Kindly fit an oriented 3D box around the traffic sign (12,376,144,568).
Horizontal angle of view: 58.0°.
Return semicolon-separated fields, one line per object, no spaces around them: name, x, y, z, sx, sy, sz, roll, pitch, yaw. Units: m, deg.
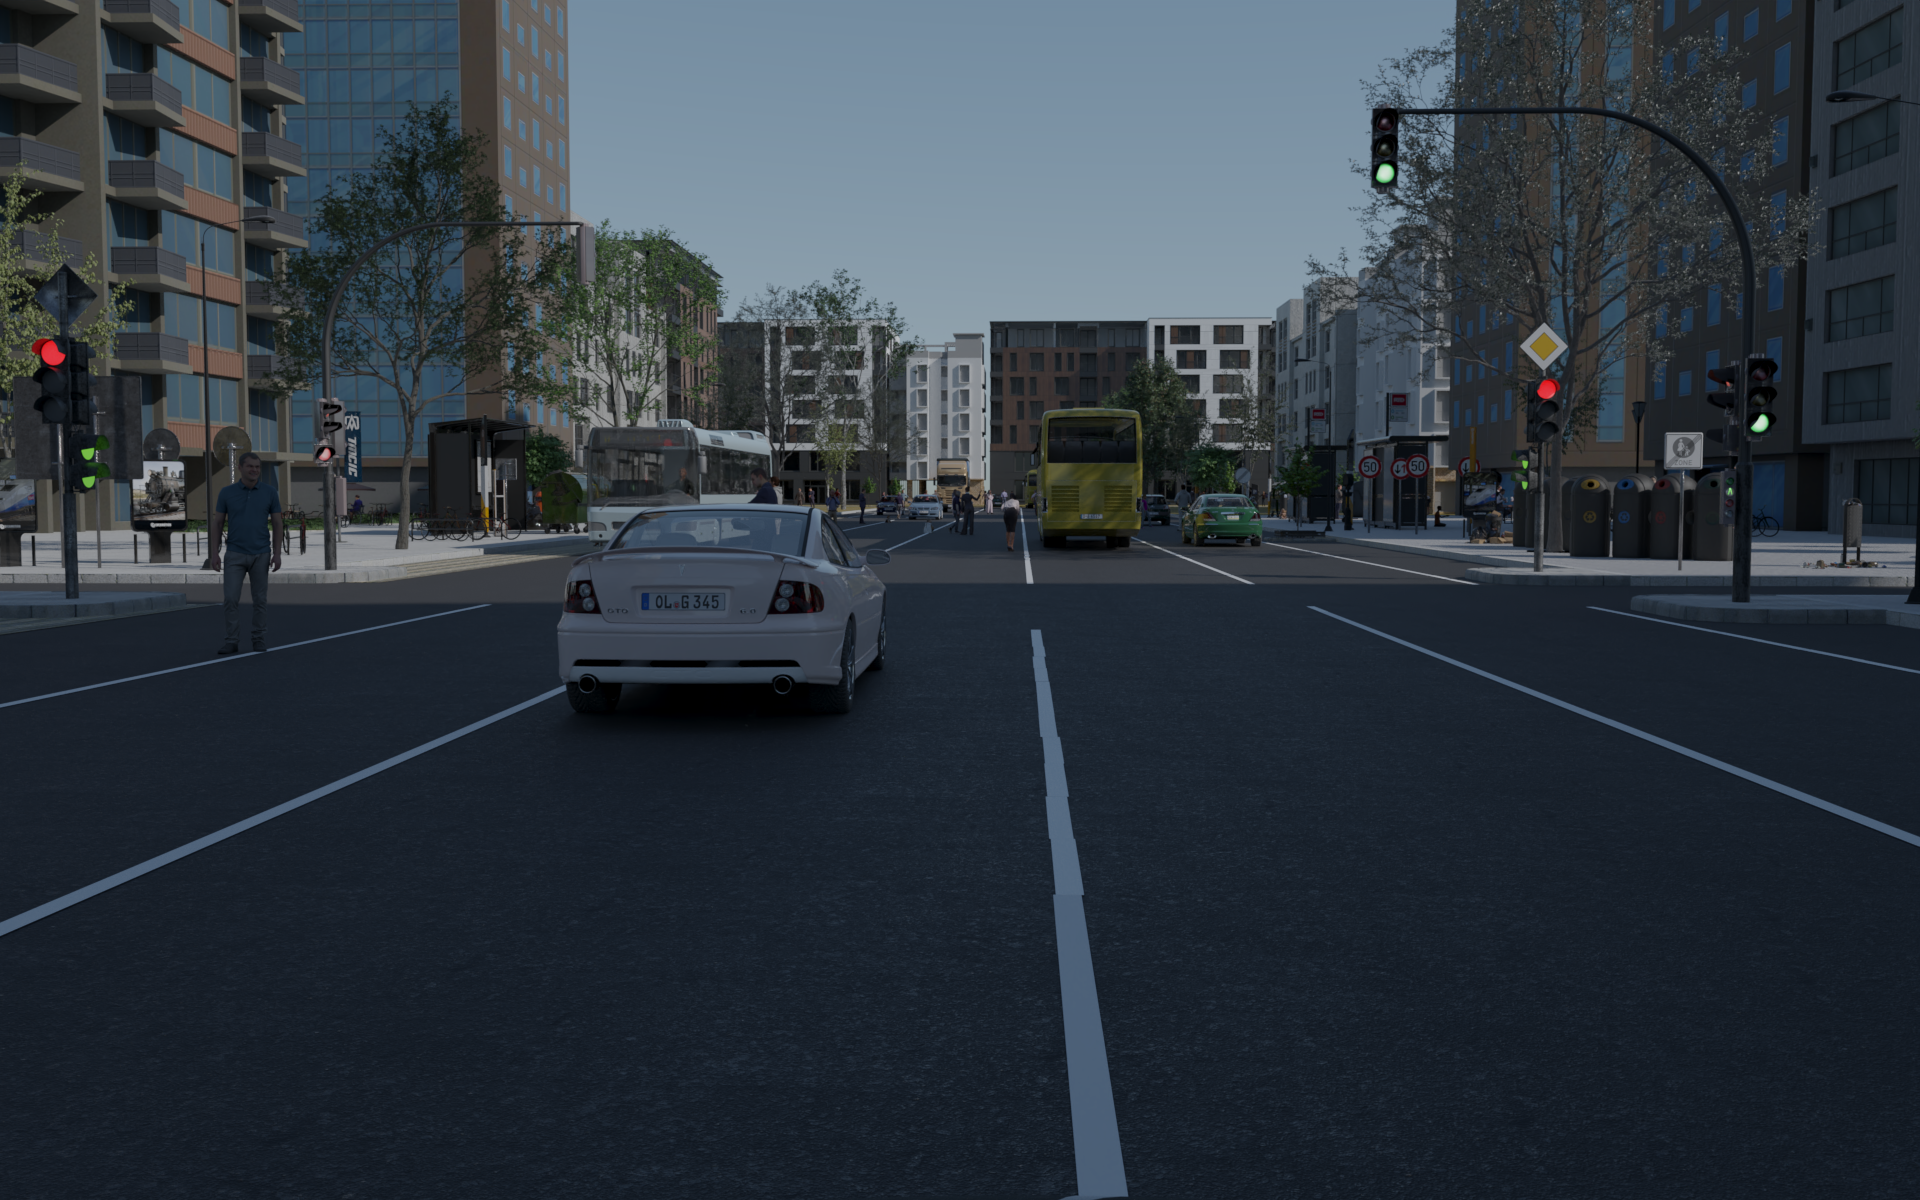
traffic sign;-15.222;-2.204;29.912;2.265;3.308;0.079;0;4;3

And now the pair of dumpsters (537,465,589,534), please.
pair of dumpsters;-12.692;-3.345;57.188;1.574;2.255;4.437;0;4;2

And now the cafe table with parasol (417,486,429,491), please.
cafe table with parasol;-24.827;-4.821;83.693;2.610;1.966;2.610;0;4;-2

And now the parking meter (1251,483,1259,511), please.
parking meter;15.802;-5.318;92.657;0.399;1.863;0.255;1;4;19

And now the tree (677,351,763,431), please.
tree;-12.015;-8.437;88.304;4.360;8.622;3.978;0;3;0

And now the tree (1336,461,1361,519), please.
tree;19.931;-5.760;88.771;1.663;3.219;1.824;0;3;0

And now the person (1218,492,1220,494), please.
person;17.623;-6.815;118.254;0.721;1.735;1.217;-2;4;-29

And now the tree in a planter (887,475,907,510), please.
tree in a planter;-5.902;-9.857;158.376;1.991;3.239;1.994;0;4;2

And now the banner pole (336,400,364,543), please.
banner pole;-16.243;-3.417;45.891;0.863;3.779;0.401;-3;4;-37

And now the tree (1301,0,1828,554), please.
tree;13.103;-7.787;37.692;12.009;13.543;11.850;0;3;0

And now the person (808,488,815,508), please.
person;-11.869;-8.054;138.168;0.683;1.767;0.568;2;4;27

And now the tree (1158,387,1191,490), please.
tree;14.811;-9.993;113.755;4.360;8.622;3.978;0;3;0

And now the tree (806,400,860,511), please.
tree;-9.935;-11.181;133.170;4.737;8.622;4.395;0;3;0

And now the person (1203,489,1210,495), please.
person;23.696;-9.774;166.560;1.217;1.735;0.721;1;4;21

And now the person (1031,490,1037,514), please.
person;5.333;-6.870;121.764;0.756;1.711;0.436;0;4;-6

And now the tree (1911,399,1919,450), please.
tree;22.500;-3.275;37.257;4.285;4.588;4.351;0;3;0

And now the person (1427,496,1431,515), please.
person;28.450;-5.919;106.012;0.628;1.438;0.799;3;5;40

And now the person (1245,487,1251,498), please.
person;17.523;-6.031;105.465;0.721;1.723;1.217;-2;4;-29

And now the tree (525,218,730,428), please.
tree;-12.456;-8.480;64.409;9.928;11.665;9.643;0;3;0

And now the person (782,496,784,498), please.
person;-13.079;-7.117;123.127;1.217;1.735;0.721;-1;4;-15

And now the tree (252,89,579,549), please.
tree;-12.626;-6.445;39.793;7.601;10.594;8.767;1;4;12

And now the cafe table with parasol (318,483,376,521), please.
cafe table with parasol;-29.633;-4.823;83.726;2.610;1.966;2.610;0;4;-2

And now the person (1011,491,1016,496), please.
person;5.359;-10.102;174.117;0.683;1.767;0.568;-2;4;-35

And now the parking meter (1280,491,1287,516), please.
parking meter;17.093;-5.080;91.461;0.372;1.533;0.369;0;3;0

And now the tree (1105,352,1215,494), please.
tree;15.813;-13.649;140.163;9.611;12.733;9.660;0;3;0

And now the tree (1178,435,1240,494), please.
tree;13.944;-6.918;96.830;4.285;4.588;4.351;0;3;0

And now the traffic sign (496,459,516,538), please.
traffic sign;-13.112;-2.930;50.043;0.606;2.300;0.079;0;4;5

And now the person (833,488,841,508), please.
person;-11.345;-9.433;160.236;1.348;1.831;0.705;3;5;39

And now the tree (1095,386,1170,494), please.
tree;16.849;-15.235;174.851;9.928;11.665;9.643;0;3;0

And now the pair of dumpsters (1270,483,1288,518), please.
pair of dumpsters;17.828;-5.609;94.204;1.574;2.255;4.437;0;4;2

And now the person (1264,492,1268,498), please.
person;27.564;-8.924;155.188;0.697;1.427;0.421;-1;4;-21

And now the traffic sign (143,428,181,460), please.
traffic sign;-15.415;-2.039;33.444;0.768;2.556;0.104;0;4;6

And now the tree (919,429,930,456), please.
tree;-8.324;-16.284;176.612;12.009;13.543;11.850;0;3;0

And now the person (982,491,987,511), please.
person;2.264;-8.548;148.962;0.721;1.736;1.217;-3;5;-42

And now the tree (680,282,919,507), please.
tree;-10.477;-11.575;99.614;12.009;13.543;11.850;0;3;0

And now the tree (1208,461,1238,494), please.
tree;14.215;-5.938;91.681;1.663;3.219;1.824;0;3;0

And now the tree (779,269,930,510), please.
tree;-8.847;-17.597;143.608;12.611;20.169;13.585;0;3;0

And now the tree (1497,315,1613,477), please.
tree;23.467;-7.216;68.345;4.360;8.622;3.978;0;3;0

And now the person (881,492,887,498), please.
person;-6.824;-8.953;156.346;0.593;1.643;0.415;0;4;-3

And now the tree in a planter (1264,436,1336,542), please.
tree in a planter;10.398;-3.422;53.172;1.991;3.239;1.994;0;4;2

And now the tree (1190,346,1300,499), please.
tree;14.688;-8.370;87.207;4.360;8.622;3.978;0;3;0

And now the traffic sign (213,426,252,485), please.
traffic sign;-13.612;-1.975;32.404;0.768;2.556;0.104;0;4;6

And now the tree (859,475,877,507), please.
tree;-8.928;-10.727;169.984;1.663;3.219;1.824;0;3;0

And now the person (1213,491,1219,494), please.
person;15.690;-6.086;106.378;1.217;1.723;0.721;3;5;42

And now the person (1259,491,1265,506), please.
person;31.910;-10.571;182.167;1.217;1.723;0.721;2;4;26

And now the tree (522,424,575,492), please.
tree;-19.110;-5.845;79.276;4.285;4.588;4.351;0;3;0

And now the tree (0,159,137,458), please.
tree;-20.702;-5.361;38.011;4.737;8.622;4.395;0;3;0

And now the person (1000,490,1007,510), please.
person;4.021;-9.204;158.860;0.709;1.838;0.599;-1;4;-11

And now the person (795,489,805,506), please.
person;-13.930;-8.811;150.657;0.990;1.755;0.434;2;4;27

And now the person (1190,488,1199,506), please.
person;16.569;-7.056;122.210;0.742;1.727;0.445;1;4;22
